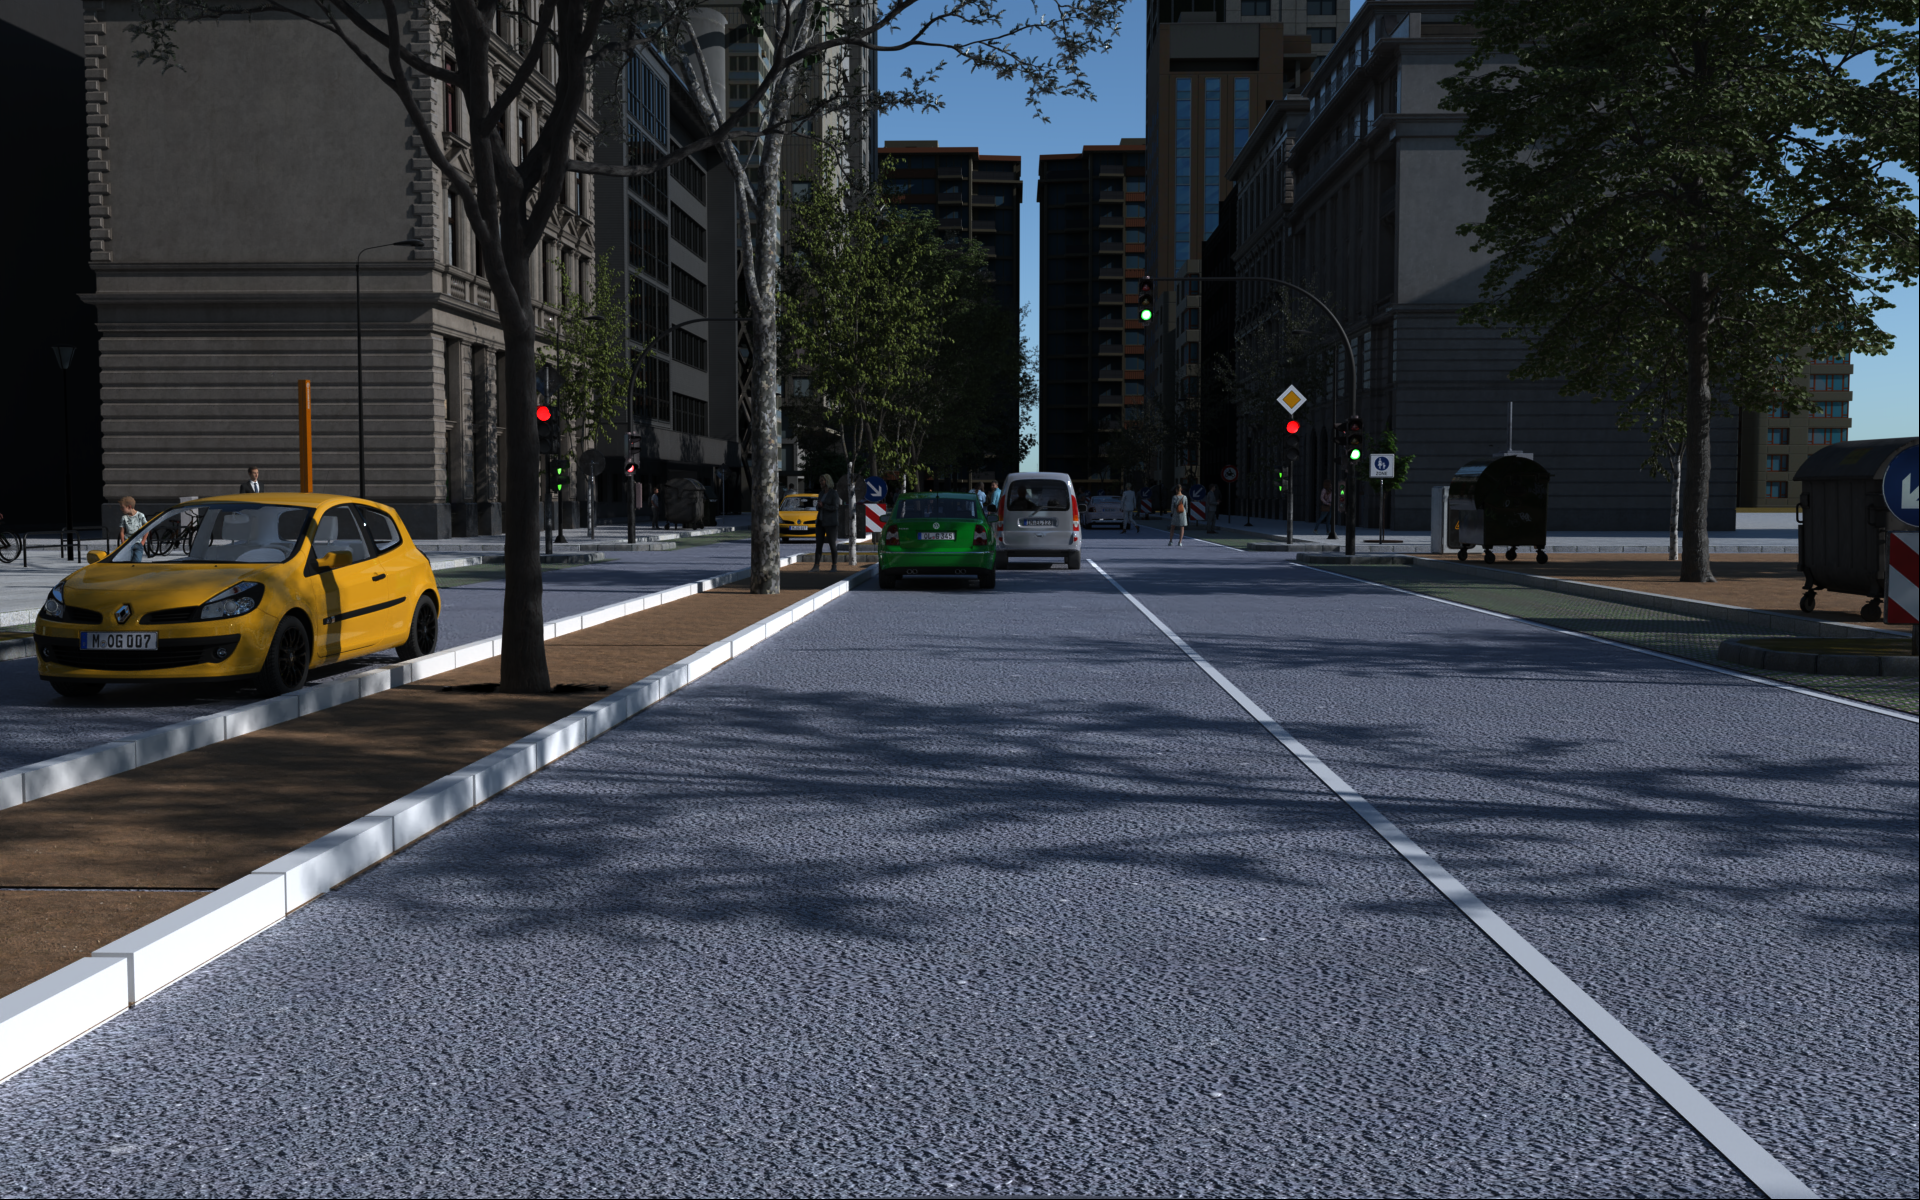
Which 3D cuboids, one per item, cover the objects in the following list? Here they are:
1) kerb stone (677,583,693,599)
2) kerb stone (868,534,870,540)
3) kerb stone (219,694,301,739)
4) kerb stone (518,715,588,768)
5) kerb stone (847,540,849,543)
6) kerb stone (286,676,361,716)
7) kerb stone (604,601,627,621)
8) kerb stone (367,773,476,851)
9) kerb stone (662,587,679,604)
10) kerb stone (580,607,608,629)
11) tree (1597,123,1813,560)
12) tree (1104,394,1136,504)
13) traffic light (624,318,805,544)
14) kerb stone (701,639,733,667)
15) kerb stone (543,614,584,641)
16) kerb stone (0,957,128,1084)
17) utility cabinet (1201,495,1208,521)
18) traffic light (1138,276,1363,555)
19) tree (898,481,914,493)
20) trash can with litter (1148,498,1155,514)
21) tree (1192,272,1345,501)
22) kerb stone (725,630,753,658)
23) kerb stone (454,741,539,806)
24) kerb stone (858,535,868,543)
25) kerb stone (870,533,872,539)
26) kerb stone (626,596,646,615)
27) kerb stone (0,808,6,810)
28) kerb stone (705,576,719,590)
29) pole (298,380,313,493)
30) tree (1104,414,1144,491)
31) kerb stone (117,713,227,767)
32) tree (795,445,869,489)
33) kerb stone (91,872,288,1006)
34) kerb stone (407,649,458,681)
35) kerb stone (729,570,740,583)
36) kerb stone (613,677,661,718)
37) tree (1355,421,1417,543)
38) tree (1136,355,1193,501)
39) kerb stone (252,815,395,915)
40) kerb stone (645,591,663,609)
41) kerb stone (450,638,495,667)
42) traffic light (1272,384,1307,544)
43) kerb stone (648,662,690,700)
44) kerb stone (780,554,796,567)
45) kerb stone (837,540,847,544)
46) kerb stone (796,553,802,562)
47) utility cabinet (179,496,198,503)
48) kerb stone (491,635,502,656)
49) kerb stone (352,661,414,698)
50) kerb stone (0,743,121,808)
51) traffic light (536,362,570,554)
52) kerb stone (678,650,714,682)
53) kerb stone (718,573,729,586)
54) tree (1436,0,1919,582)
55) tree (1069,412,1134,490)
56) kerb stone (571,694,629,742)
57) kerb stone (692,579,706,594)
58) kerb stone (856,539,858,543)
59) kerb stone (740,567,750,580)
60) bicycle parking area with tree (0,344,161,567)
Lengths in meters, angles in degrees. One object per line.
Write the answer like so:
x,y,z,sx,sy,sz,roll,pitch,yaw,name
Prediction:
-3.868,-0.102,23.868,0.120,0.150,1.000,0,4,2,kerb stone
-2.926,-1.888,53.067,0.120,0.150,1.000,0,4,2,kerb stone
-4.293,0.717,10.535,0.120,0.150,1.000,0,4,2,kerb stone
-2.228,0.780,9.444,0.120,0.150,1.000,0,4,2,kerb stone
-3.124,-1.509,46.901,0.120,0.150,1.000,0,4,2,kerb stone
-4.264,0.651,11.564,0.120,0.150,1.000,0,4,2,kerb stone
-3.998,0.149,19.762,0.120,0.150,1.000,0,4,2,kerb stone
-2.297,0.905,7.401,0.120,0.150,1.000,0,4,2,kerb stone
-3.890,-0.039,22.839,0.120,0.150,1.000,0,4,2,kerb stone
-4.018,0.213,18.740,0.120,0.150,1.000,0,4,2,kerb stone
14.123,-5.087,33.536,4.360,8.622,3.978,0,3,0,tree
13.129,-10.622,124.025,4.360,8.622,3.978,0,3,0,tree
-6.415,-4.292,44.839,4.771,5.953,1.251,0,4,2,traffic light
-2.072,0.467,14.562,0.120,0.150,1.000,0,4,2,kerb stone
-4.062,0.274,17.719,0.120,0.150,1.000,0,4,2,kerb stone
-2.387,1.097,4.313,0.120,0.150,1.000,0,4,2,kerb stone
11.581,-4.334,82.015,0.306,1.237,1.020,0,4,5,utility cabinet
6.094,-3.769,36.289,4.771,5.953,1.251,0,4,2,traffic light
-6.311,-12.315,195.949,1.663,3.219,1.824,0,3,0,tree
12.591,-6.269,113.888,0.624,1.170,1.055,1,4,9,trash can with litter
10.800,-6.555,57.532,4.360,8.622,3.978,0,3,0,tree
-2.022,0.404,15.586,0.120,0.150,1.000,0,4,2,kerb stone
-2.260,0.844,8.423,0.120,0.150,1.000,0,4,2,kerb stone
-2.956,-1.826,52.042,0.120,0.150,1.000,0,4,2,kerb stone
-2.892,-1.951,54.088,0.120,0.150,1.000,0,4,2,kerb stone
-3.965,0.086,20.784,0.120,0.150,1.000,0,4,2,kerb stone
-4.387,0.901,7.464,0.120,0.150,1.000,0,4,2,kerb stone
-3.796,-0.227,25.911,0.120,0.150,1.000,0,4,2,kerb stone
-11.704,-2.273,31.002,0.158,3.312,0.155,0,3,0,pole
14.684,-12.430,153.589,4.737,8.622,4.395,0,3,0,tree
-4.331,0.776,9.513,0.120,0.150,1.000,0,4,2,kerb stone
-8.691,-7.663,109.007,4.285,4.588,4.351,0,3,0,tree
-2.354,1.031,5.346,0.120,0.150,1.000,0,4,2,kerb stone
-4.193,0.524,13.621,0.120,0.150,1.000,0,4,2,kerb stone
-3.734,-0.352,27.955,0.120,0.150,1.000,0,4,2,kerb stone
-2.160,0.656,11.487,0.120,0.150,1.000,0,4,2,kerb stone
11.286,-3.126,45.719,1.663,3.219,1.824,0,3,0,tree
11.751,-8.494,89.238,4.360,8.622,3.978,0,3,0,tree
-2.330,0.967,6.380,0.120,0.150,1.000,0,4,2,kerb stone
-3.930,0.023,21.816,0.120,0.150,1.000,0,4,2,kerb stone
-4.163,0.462,14.644,0.120,0.150,1.000,0,4,2,kerb stone
8.444,-3.390,44.344,0.839,4.253,0.868,0,4,2,traffic light
-2.126,0.592,12.513,0.120,0.150,1.000,0,4,2,kerb stone
-3.501,-0.791,35.132,0.120,0.150,1.000,0,4,2,kerb stone
-3.156,-1.444,45.879,0.120,0.150,1.000,0,4,2,kerb stone
-3.472,-0.853,36.154,0.120,0.150,1.000,0,4,2,kerb stone
-19.984,-2.063,44.900,0.306,1.237,1.020,-1,4,-15,utility cabinet
-4.126,0.399,15.665,0.120,0.150,1.000,0,4,2,kerb stone
-4.228,0.587,12.597,0.120,0.150,1.000,0,4,2,kerb stone
-4.357,0.843,8.492,0.120,0.150,1.000,0,4,2,kerb stone
-8.765,-2.934,36.890,0.839,4.253,0.868,0,4,2,traffic light
-2.091,0.530,13.534,0.120,0.150,1.000,0,4,2,kerb stone
-3.770,-0.286,26.933,0.120,0.150,1.000,0,4,2,kerb stone
10.512,-6.514,24.633,7.486,12.596,7.792,0,3,0,tree
16.291,-15.990,195.856,8.767,10.594,7.601,1,4,14,tree
-2.190,0.717,10.465,0.120,0.150,1.000,0,4,2,kerb stone
-3.831,-0.165,24.890,0.120,0.150,1.000,0,4,2,kerb stone
-3.060,-1.637,48.953,0.120,0.150,1.000,0,4,2,kerb stone
-3.695,-0.415,28.980,0.120,0.150,1.000,0,4,2,kerb stone
-19.716,-2.846,33.539,8.231,4.147,9.016,1,4,15,bicycle parking area with tree
